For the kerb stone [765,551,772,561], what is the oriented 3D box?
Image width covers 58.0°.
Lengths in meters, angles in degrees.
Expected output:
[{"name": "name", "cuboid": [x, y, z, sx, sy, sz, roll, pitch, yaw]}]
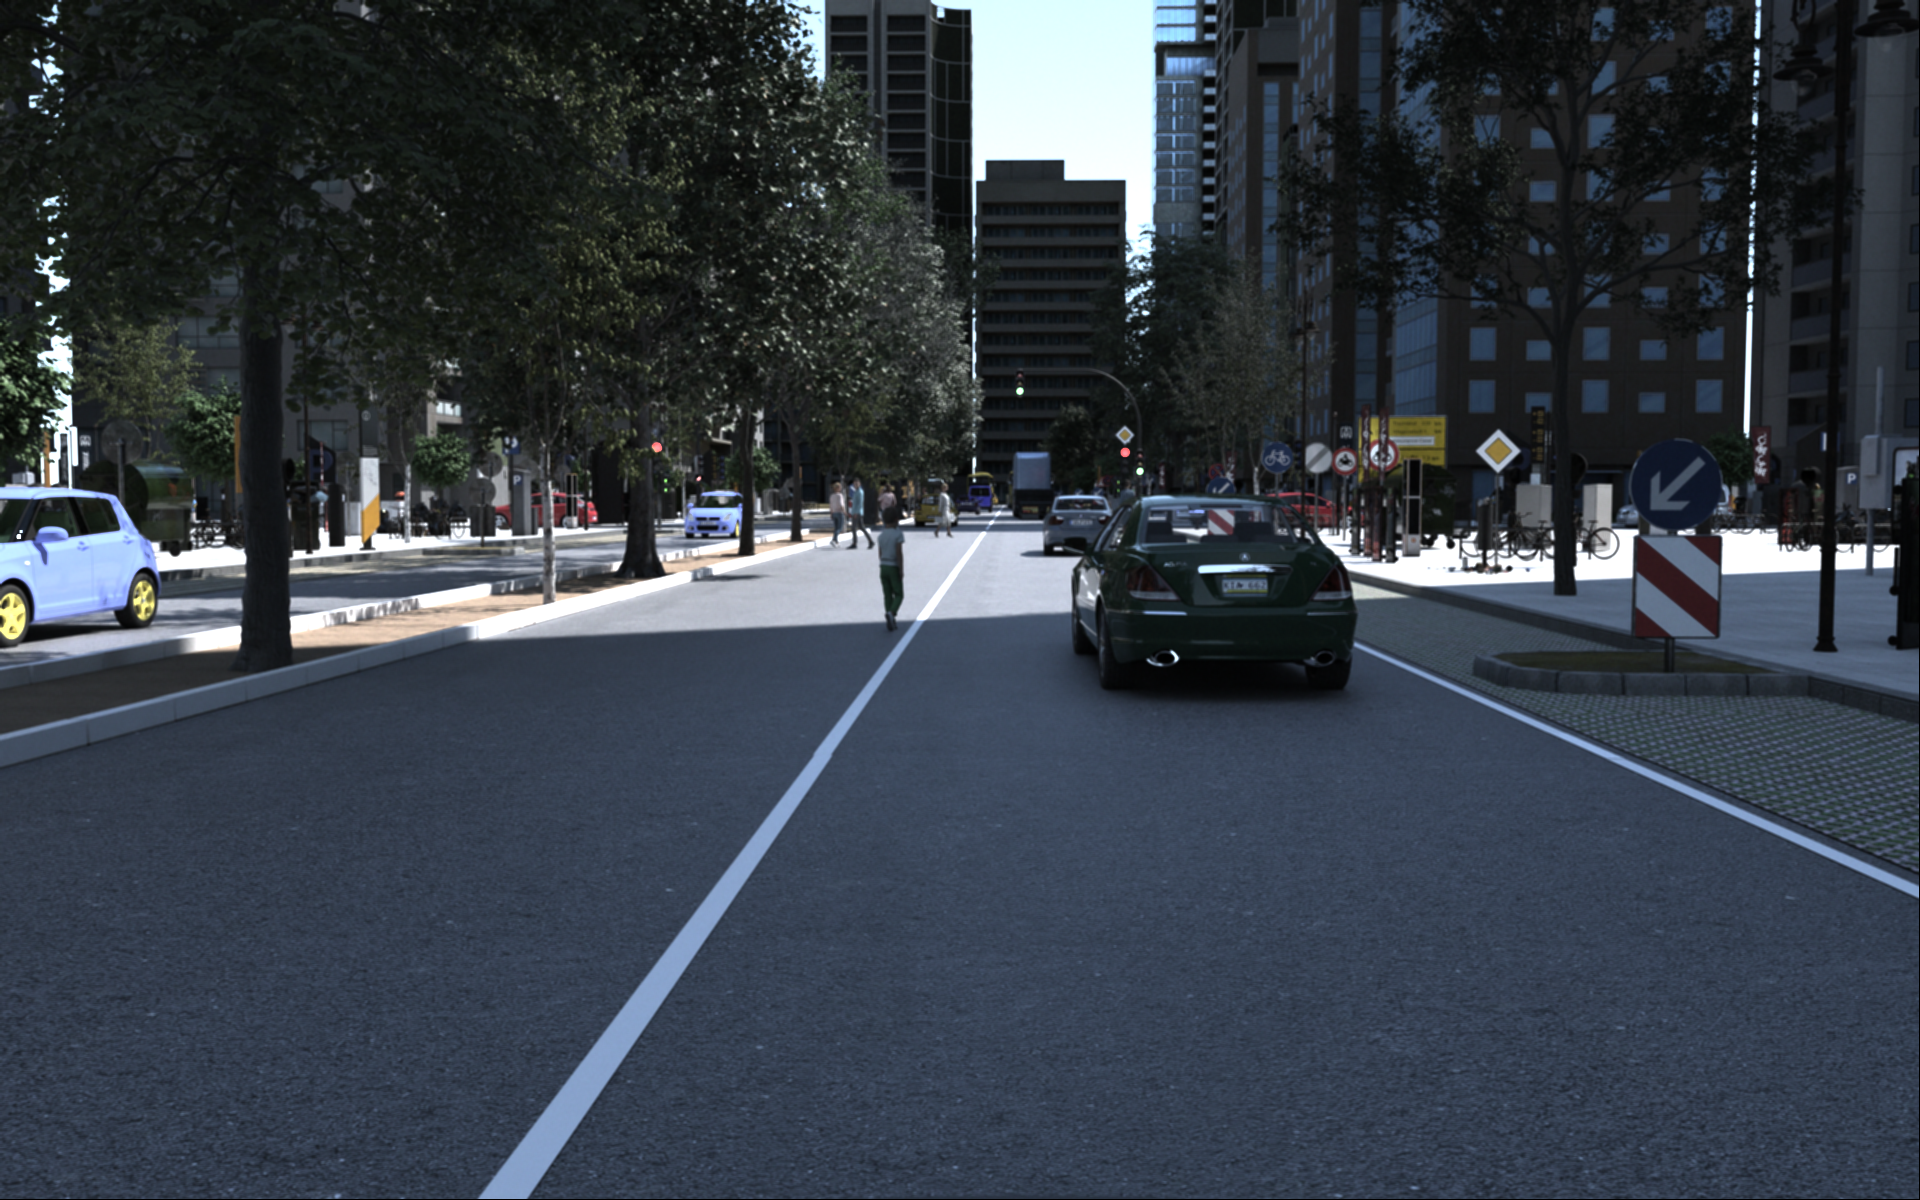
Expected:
[{"name": "kerb stone", "cuboid": [-4.212, -0.910, 37.076, 0.120, 0.150, 1.000, 0, 4, 2]}]

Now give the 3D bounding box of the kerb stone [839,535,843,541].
[{"name": "kerb stone", "cuboid": [-3.739, -1.850, 52.449, 0.120, 0.150, 1.000, 0, 4, 2]}]

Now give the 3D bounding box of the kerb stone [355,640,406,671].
[{"name": "kerb stone", "cuboid": [-4.895, 0.471, 14.495, 0.120, 0.150, 1.000, 0, 4, 2]}]

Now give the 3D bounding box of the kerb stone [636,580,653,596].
[{"name": "kerb stone", "cuboid": [-4.584, -0.156, 24.751, 0.120, 0.150, 1.000, 0, 4, 2]}]

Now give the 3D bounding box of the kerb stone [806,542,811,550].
[{"name": "kerb stone", "cuboid": [-3.994, -1.350, 44.264, 0.120, 0.150, 1.000, 0, 4, 2]}]

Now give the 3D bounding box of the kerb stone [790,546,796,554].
[{"name": "kerb stone", "cuboid": [-4.093, -1.161, 41.185, 0.120, 0.150, 1.000, 0, 4, 2]}]

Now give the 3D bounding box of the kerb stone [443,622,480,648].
[{"name": "kerb stone", "cuboid": [-4.830, 0.345, 16.557, 0.120, 0.150, 1.000, 0, 4, 2]}]

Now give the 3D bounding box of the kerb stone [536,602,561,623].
[{"name": "kerb stone", "cuboid": [-4.739, 0.157, 19.636, 0.120, 0.150, 1.000, 0, 4, 2]}]

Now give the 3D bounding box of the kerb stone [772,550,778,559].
[{"name": "kerb stone", "cuboid": [-4.188, -0.973, 38.104, 0.120, 0.150, 1.000, 0, 4, 2]}]

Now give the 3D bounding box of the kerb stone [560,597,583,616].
[{"name": "kerb stone", "cuboid": [-4.712, 0.094, 20.657, 0.120, 0.150, 1.000, 0, 4, 2]}]

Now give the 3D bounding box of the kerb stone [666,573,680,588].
[{"name": "kerb stone", "cuboid": [-4.523, -0.281, 26.813, 0.120, 0.150, 1.000, 0, 4, 2]}]

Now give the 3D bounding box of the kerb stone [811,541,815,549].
[{"name": "kerb stone", "cuboid": [-3.972, -1.412, 45.285, 0.120, 0.150, 1.000, 0, 4, 2]}]

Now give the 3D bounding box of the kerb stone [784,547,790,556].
[{"name": "kerb stone", "cuboid": [-4.119, -1.099, 40.159, 0.120, 0.150, 1.000, 0, 4, 2]}]

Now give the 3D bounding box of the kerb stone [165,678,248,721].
[{"name": "kerb stone", "cuboid": [-4.990, 0.659, 11.419, 0.120, 0.150, 1.000, 0, 4, 2]}]

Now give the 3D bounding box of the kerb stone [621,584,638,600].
[{"name": "kerb stone", "cuboid": [-4.612, -0.090, 23.724, 0.120, 0.150, 1.000, 0, 4, 2]}]

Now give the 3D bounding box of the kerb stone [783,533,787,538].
[{"name": "kerb stone", "cuboid": [-5.750, -2.041, 55.563, 0.120, 0.150, 1.000, 0, 4, 2]}]

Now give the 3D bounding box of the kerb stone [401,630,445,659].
[{"name": "kerb stone", "cuboid": [-4.862, 0.408, 15.525, 0.120, 0.150, 1.000, 0, 4, 2]}]

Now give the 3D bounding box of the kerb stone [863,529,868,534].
[{"name": "kerb stone", "cuboid": [-3.474, -2.413, 61.669, 0.120, 0.150, 1.000, 0, 4, 2]}]

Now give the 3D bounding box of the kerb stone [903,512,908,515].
[{"name": "kerb stone", "cuboid": [-3.763, -6.079, 121.676, 0.120, 0.150, 1.000, 0, 4, 2]}]

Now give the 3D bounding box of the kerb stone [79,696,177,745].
[{"name": "kerb stone", "cuboid": [-5.016, 0.723, 10.397, 0.120, 0.150, 1.000, 0, 4, 2]}]

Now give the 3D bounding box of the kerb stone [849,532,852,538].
[{"name": "kerb stone", "cuboid": [-3.654, -2.037, 55.519, 0.120, 0.150, 1.000, 0, 4, 2]}]

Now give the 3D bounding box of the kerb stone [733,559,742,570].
[{"name": "kerb stone", "cuboid": [-4.338, -0.657, 32.964, 0.120, 0.150, 1.000, 0, 4, 2]}]

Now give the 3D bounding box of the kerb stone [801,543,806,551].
[{"name": "kerb stone", "cuboid": [-4.025, -1.287, 43.235, 0.120, 0.150, 1.000, 0, 4, 2]}]

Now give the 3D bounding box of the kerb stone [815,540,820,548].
[{"name": "kerb stone", "cuboid": [-3.933, -1.475, 46.307, 0.120, 0.150, 1.000, 0, 4, 2]}]

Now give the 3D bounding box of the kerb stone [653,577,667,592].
[{"name": "kerb stone", "cuboid": [-4.553, -0.218, 25.782, 0.120, 0.150, 1.000, 0, 4, 2]}]

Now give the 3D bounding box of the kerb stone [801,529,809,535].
[{"name": "kerb stone", "cuboid": [-5.543, -2.478, 62.747, 0.120, 0.150, 1.000, 0, 4, 2]}]

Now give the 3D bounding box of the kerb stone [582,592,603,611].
[{"name": "kerb stone", "cuboid": [-4.678, 0.031, 21.681, 0.120, 0.150, 1.000, 0, 4, 2]}]

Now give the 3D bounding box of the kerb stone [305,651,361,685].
[{"name": "kerb stone", "cuboid": [-4.928, 0.536, 13.462, 0.120, 0.150, 1.000, 0, 4, 2]}]

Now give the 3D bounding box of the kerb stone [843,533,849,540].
[{"name": "kerb stone", "cuboid": [-3.685, -1.972, 54.497, 0.120, 0.150, 1.000, 0, 4, 2]}]

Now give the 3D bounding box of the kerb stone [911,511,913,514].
[{"name": "kerb stone", "cuboid": [-3.662, -6.271, 124.752, 0.120, 0.150, 1.000, 0, 4, 2]}]

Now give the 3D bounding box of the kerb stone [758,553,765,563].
[{"name": "kerb stone", "cuboid": [-4.242, -0.842, 36.045, 0.120, 0.150, 1.000, 0, 4, 2]}]

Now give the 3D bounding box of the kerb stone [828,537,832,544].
[{"name": "kerb stone", "cuboid": [-3.841, -1.663, 49.379, 0.120, 0.150, 1.000, 0, 4, 2]}]

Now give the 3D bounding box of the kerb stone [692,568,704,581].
[{"name": "kerb stone", "cuboid": [-4.465, -0.402, 28.864, 0.120, 0.150, 1.000, 0, 4, 2]}]

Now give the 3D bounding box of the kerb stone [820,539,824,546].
[{"name": "kerb stone", "cuboid": [-3.901, -1.531, 47.328, 0.120, 0.150, 1.000, 0, 4, 2]}]

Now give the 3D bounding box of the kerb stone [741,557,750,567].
[{"name": "kerb stone", "cuboid": [-4.312, -0.722, 33.999, 0.120, 0.150, 1.000, 0, 4, 2]}]

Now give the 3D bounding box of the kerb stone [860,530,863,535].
[{"name": "kerb stone", "cuboid": [-3.528, -2.282, 59.612, 0.120, 0.150, 1.000, 0, 4, 2]}]

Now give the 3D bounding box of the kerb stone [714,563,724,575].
[{"name": "kerb stone", "cuboid": [-4.398, -0.533, 30.917, 0.120, 0.150, 1.000, 0, 4, 2]}]

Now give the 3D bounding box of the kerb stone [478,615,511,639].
[{"name": "kerb stone", "cuboid": [-4.794, 0.284, 17.581, 0.120, 0.150, 1.000, 0, 4, 2]}]

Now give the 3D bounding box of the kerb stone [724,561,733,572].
[{"name": "kerb stone", "cuboid": [-4.370, -0.596, 31.939, 0.120, 0.150, 1.000, 0, 4, 2]}]

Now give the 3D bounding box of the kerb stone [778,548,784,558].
[{"name": "kerb stone", "cuboid": [-4.149, -1.036, 39.128, 0.120, 0.150, 1.000, 0, 4, 2]}]

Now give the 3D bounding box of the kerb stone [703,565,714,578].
[{"name": "kerb stone", "cuboid": [-4.436, -0.471, 29.891, 0.120, 0.150, 1.000, 0, 4, 2]}]

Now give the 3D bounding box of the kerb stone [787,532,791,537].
[{"name": "kerb stone", "cuboid": [-5.724, -2.103, 56.585, 0.120, 0.150, 1.000, 0, 4, 2]}]

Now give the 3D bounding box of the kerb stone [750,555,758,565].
[{"name": "kerb stone", "cuboid": [-4.277, -0.780, 35.023, 0.120, 0.150, 1.000, 0, 4, 2]}]

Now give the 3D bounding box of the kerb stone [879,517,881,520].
[{"name": "kerb stone", "cuboid": [-4.439, -4.703, 99.145, 0.120, 0.150, 1.000, 0, 4, 2]}]

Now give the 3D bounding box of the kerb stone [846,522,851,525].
[{"name": "kerb stone", "cuboid": [-5.033, -3.514, 79.656, 0.120, 0.150, 1.000, 0, 4, 2]}]

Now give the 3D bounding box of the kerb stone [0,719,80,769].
[{"name": "kerb stone", "cuboid": [-5.047, 0.785, 9.364, 0.120, 0.150, 1.000, 0, 4, 2]}]

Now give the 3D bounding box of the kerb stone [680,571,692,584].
[{"name": "kerb stone", "cuboid": [-4.493, -0.345, 27.835, 0.120, 0.150, 1.000, 0, 4, 2]}]

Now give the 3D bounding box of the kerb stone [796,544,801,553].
[{"name": "kerb stone", "cuboid": [-4.054, -1.224, 42.214, 0.120, 0.150, 1.000, 0, 4, 2]}]

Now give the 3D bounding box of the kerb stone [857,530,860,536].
[{"name": "kerb stone", "cuboid": [-3.565, -2.224, 58.590, 0.120, 0.150, 1.000, 0, 4, 2]}]

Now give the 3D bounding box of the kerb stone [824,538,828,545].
[{"name": "kerb stone", "cuboid": [-3.874, -1.600, 48.350, 0.120, 0.150, 1.000, 0, 4, 2]}]

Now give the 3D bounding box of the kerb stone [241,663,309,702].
[{"name": "kerb stone", "cuboid": [-4.956, 0.597, 12.440, 0.120, 0.150, 1.000, 0, 4, 2]}]

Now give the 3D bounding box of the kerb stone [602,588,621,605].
[{"name": "kerb stone", "cuboid": [-4.649, -0.031, 22.703, 0.120, 0.150, 1.000, 0, 4, 2]}]

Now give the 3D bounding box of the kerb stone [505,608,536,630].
[{"name": "kerb stone", "cuboid": [-4.779, 0.220, 18.603, 0.120, 0.150, 1.000, 0, 4, 2]}]
